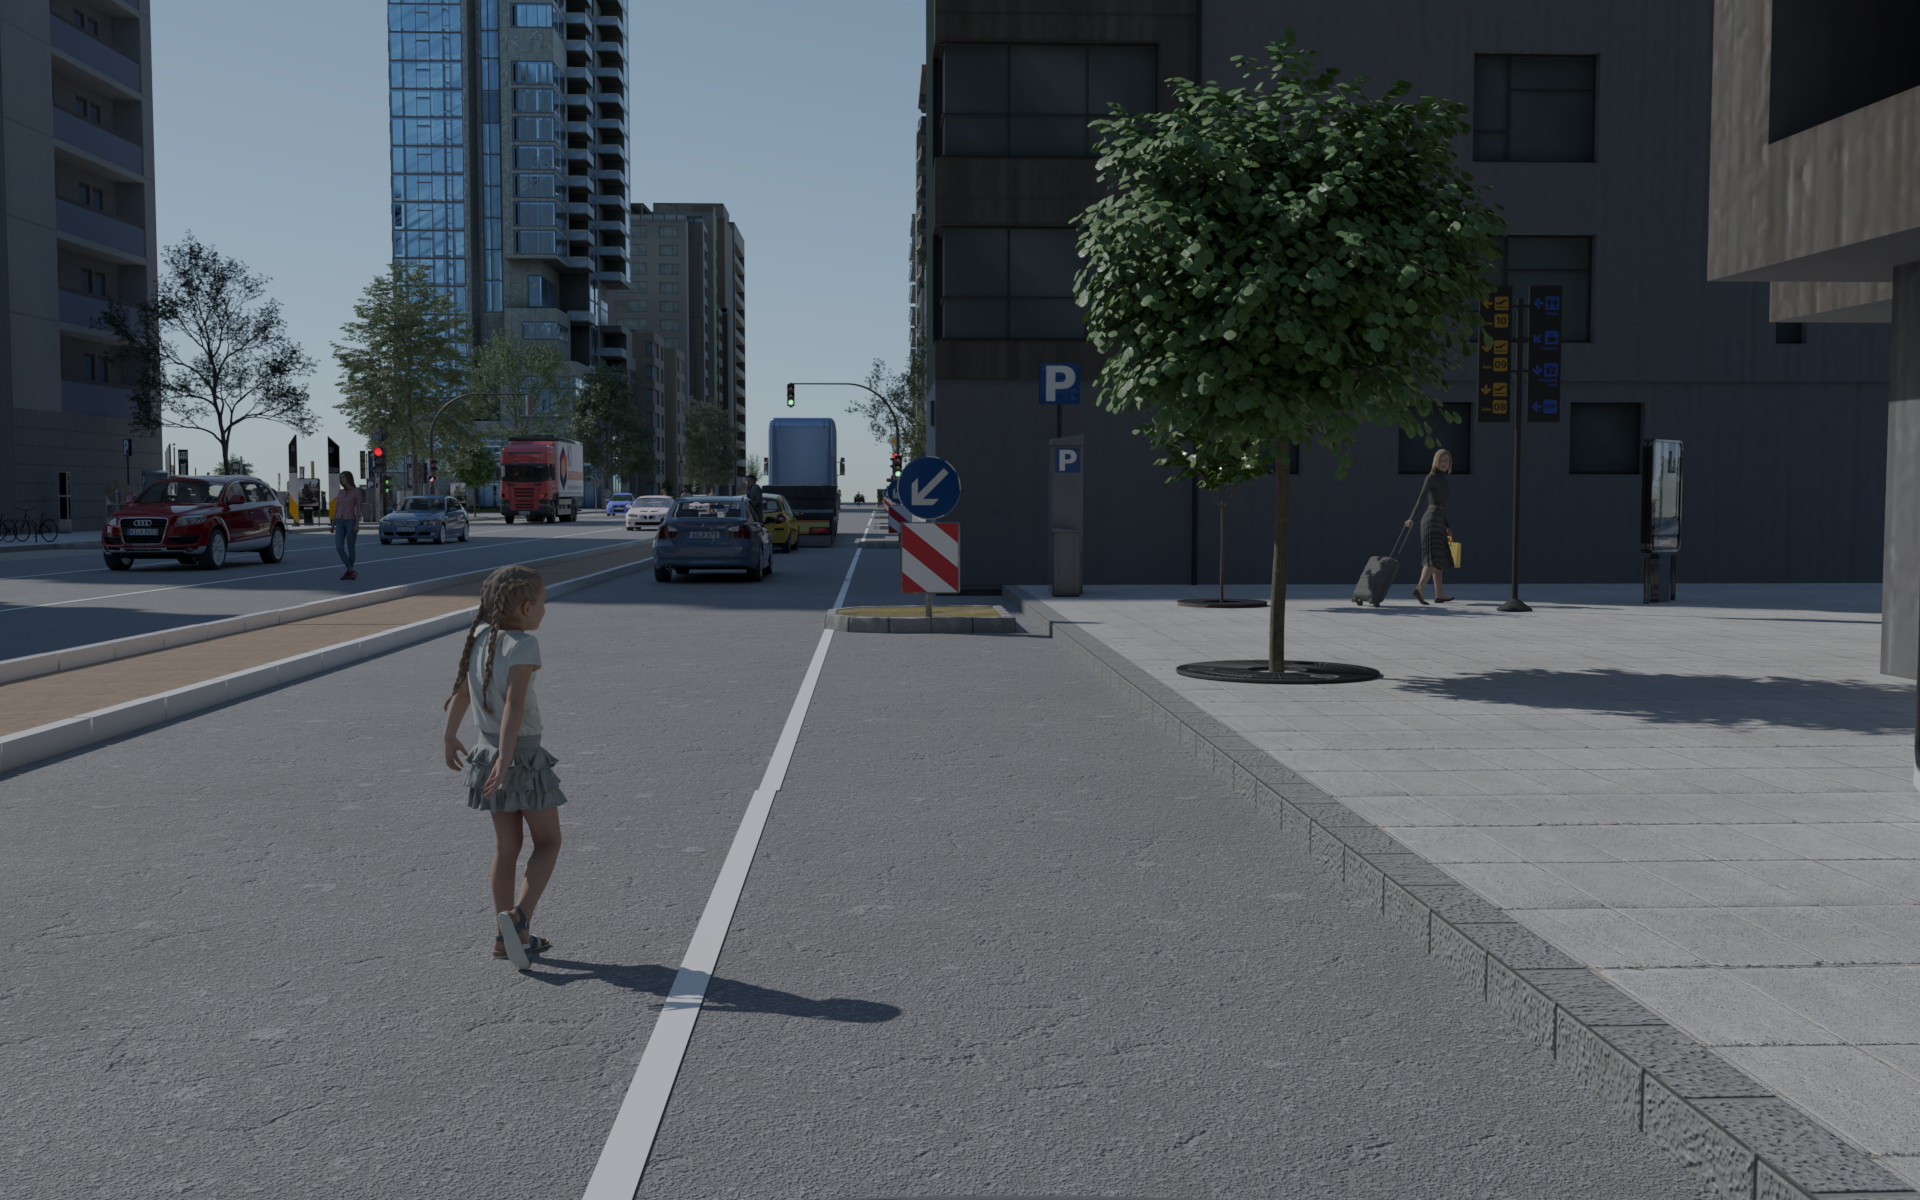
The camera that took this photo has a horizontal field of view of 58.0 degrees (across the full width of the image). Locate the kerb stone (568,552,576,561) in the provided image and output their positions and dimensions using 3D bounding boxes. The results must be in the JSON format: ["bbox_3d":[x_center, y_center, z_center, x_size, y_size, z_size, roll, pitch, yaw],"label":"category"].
[{"bbox_3d":[-8.396,-0.905,36.986,0.120,0.150,1.000,0,4,-3],"label":"kerb stone"}]

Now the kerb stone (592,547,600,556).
[{"bbox_3d":[-8.532,-1.093,40.058,0.120,0.150,1.000,0,4,-3],"label":"kerb stone"}]

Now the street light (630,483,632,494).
[{"bbox_3d":[-29.418,-11.135,154.840,0.468,5.910,1.993,0,4,-3],"label":"street light"}]

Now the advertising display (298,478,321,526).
[{"bbox_3d":[-26.344,-3.963,70.013,0.974,1.923,0.123,0,4,3],"label":"advertising display"}]

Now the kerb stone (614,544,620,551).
[{"bbox_3d":[-8.667,-1.280,43.126,0.120,0.150,1.000,0,4,-3],"label":"kerb stone"}]

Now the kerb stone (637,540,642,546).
[{"bbox_3d":[-8.854,-1.530,47.213,0.120,0.150,1.000,0,4,-3],"label":"kerb stone"}]

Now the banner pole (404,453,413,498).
[{"bbox_3d":[-31.058,-6.572,97.469,0.863,3.779,0.401,1,4,21],"label":"banner pole"}]

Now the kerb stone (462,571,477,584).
[{"bbox_3d":[-7.959,-0.341,27.776,0.120,0.150,1.000,0,4,-3],"label":"kerb stone"}]

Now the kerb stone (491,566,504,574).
[{"bbox_3d":[-8.058,-0.466,29.818,0.120,0.150,1.000,0,4,-3],"label":"kerb stone"}]

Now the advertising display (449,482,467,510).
[{"bbox_3d":[-26.770,-5.327,92.313,0.123,1.923,0.974,3,5,43],"label":"advertising display"}]

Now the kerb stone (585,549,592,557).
[{"bbox_3d":[-8.490,-1.030,39.034,0.120,0.150,1.000,0,4,-3],"label":"kerb stone"}]

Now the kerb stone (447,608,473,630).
[{"bbox_3d":[-5.447,0.218,18.639,0.120,0.150,1.000,0,4,-3],"label":"kerb stone"}]

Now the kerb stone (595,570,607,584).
[{"bbox_3d":[-5.864,-0.342,27.843,0.120,0.150,1.000,0,4,-3],"label":"kerb stone"}]

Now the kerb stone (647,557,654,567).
[{"bbox_3d":[-6.148,-0.721,33.986,0.120,0.150,1.000,0,4,-3],"label":"kerb stone"}]

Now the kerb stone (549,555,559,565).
[{"bbox_3d":[-8.300,-0.779,34.933,0.120,0.150,1.000,0,4,-3],"label":"kerb stone"}]

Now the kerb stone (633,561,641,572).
[{"bbox_3d":[-6.052,-0.596,31.936,0.120,0.150,1.000,0,4,-3],"label":"kerb stone"}]

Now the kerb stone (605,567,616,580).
[{"bbox_3d":[-5.911,-0.406,28.873,0.120,0.150,1.000,0,4,-3],"label":"kerb stone"}]

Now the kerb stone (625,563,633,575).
[{"bbox_3d":[-6.009,-0.532,30.915,0.120,0.150,1.000,0,4,-3],"label":"kerb stone"}]

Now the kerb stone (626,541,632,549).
[{"bbox_3d":[-8.762,-1.405,45.168,0.120,0.150,1.000,0,4,-3],"label":"kerb stone"}]

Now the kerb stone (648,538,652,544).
[{"bbox_3d":[-8.946,-1.652,49.263,0.120,0.150,1.000,0,4,-3],"label":"kerb stone"}]

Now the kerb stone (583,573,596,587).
[{"bbox_3d":[-5.818,-0.278,26.822,0.120,0.150,1.000,0,4,-3],"label":"kerb stone"}]

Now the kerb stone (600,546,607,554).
[{"bbox_3d":[-8.574,-1.155,41.080,0.120,0.150,1.000,0,4,-3],"label":"kerb stone"}]

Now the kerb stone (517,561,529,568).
[{"bbox_3d":[-8.149,-0.592,31.868,0.120,0.150,1.000,0,4,-3],"label":"kerb stone"}]

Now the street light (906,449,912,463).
[{"bbox_3d":[-4.306,-11.031,153.145,0.468,5.910,1.993,0,4,-3],"label":"street light"}]

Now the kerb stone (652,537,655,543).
[{"bbox_3d":[-8.998,-1.718,50.287,0.120,0.150,1.000,0,4,-3],"label":"kerb stone"}]

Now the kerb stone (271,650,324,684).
[{"bbox_3d":[-5.208,0.531,13.521,0.120,0.150,1.000,0,4,-3],"label":"kerb stone"}]

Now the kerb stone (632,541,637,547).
[{"bbox_3d":[-8.816,-1.464,46.191,0.120,0.150,1.000,0,4,-3],"label":"kerb stone"}]

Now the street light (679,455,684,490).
[{"bbox_3d":[-31.168,-13.510,193.675,0.468,5.910,1.993,0,4,-3],"label":"street light"}]

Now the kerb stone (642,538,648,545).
[{"bbox_3d":[-8.892,-1.593,48.234,0.120,0.150,1.000,0,4,-3],"label":"kerb stone"}]

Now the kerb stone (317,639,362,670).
[{"bbox_3d":[-5.253,0.468,14.543,0.120,0.150,1.000,0,4,-3],"label":"kerb stone"}]

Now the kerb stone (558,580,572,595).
[{"bbox_3d":[-5.733,-0.158,24.775,0.120,0.150,1.000,0,4,-3],"label":"kerb stone"}]

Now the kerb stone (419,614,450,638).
[{"bbox_3d":[-5.398,0.283,17.616,0.120,0.150,1.000,0,4,-3],"label":"kerb stone"}]

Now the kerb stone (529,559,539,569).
[{"bbox_3d":[-8.203,-0.654,32.891,0.120,0.150,1.000,0,4,-3],"label":"kerb stone"}]

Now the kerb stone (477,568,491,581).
[{"bbox_3d":[-8.010,-0.404,28.797,0.120,0.150,1.000,0,4,-3],"label":"kerb stone"}]

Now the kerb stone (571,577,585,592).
[{"bbox_3d":[-5.769,-0.220,25.800,0.120,0.150,1.000,0,4,-3],"label":"kerb stone"}]

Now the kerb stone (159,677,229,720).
[{"bbox_3d":[-5.112,0.658,11.479,0.120,0.150,1.000,0,4,-3],"label":"kerb stone"}]

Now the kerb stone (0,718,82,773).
[{"bbox_3d":[-5.023,0.782,9.432,0.120,0.150,1.000,0,4,-3],"label":"kerb stone"}]

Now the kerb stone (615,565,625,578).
[{"bbox_3d":[-5.958,-0.471,29.894,0.120,0.150,1.000,0,4,-3],"label":"kerb stone"}]

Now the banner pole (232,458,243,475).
[{"bbox_3d":[-49.623,-7.898,119.154,0.863,3.779,0.401,-3,5,-40],"label":"banner pole"}]

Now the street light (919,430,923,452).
[{"bbox_3d":[-2.559,-8.628,113.859,0.468,5.910,1.993,0,4,-3],"label":"street light"}]

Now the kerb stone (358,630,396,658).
[{"bbox_3d":[-5.299,0.407,15.570,0.120,0.150,1.000,0,4,-3],"label":"kerb stone"}]

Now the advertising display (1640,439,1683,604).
[{"bbox_3d":[8.303,-0.935,20.500,0.123,1.923,0.974,3,5,42],"label":"advertising display"}]

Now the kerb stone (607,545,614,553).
[{"bbox_3d":[-8.620,-1.218,42.104,0.120,0.150,1.000,0,4,-3],"label":"kerb stone"}]

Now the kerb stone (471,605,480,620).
[{"bbox_3d":[-5.491,0.159,19.670,0.120,0.150,1.000,0,4,-3],"label":"kerb stone"}]

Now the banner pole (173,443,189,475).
[{"bbox_3d":[-38.267,-5.808,84.984,0.863,3.779,0.401,-2,4,-29],"label":"banner pole"}]

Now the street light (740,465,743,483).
[{"bbox_3d":[-34.971,-18.634,277.450,0.468,5.910,1.993,0,4,-3],"label":"street light"}]

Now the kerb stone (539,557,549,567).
[{"bbox_3d":[-8.248,-0.715,33.912,0.120,0.150,1.000,0,4,-3],"label":"kerb stone"}]

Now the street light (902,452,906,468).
[{"bbox_3d":[-5.998,-13.354,191.121,0.468,5.910,1.993,0,4,-3],"label":"street light"}]

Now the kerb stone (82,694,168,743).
[{"bbox_3d":[-5.068,0.718,10.458,0.120,0.150,1.000,0,4,-3],"label":"kerb stone"}]

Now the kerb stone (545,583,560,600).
[{"bbox_3d":[-5.675,-0.093,23.754,0.120,0.150,1.000,0,4,-3],"label":"kerb stone"}]

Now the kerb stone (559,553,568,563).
[{"bbox_3d":[-8.334,-0.842,35.958,0.120,0.150,1.000,0,4,-3],"label":"kerb stone"}]

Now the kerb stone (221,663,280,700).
[{"bbox_3d":[-5.160,0.595,12.500,0.120,0.150,1.000,0,4,-3],"label":"kerb stone"}]

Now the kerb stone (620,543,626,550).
[{"bbox_3d":[-8.719,-1.337,44.147,0.120,0.150,1.000,0,4,-3],"label":"kerb stone"}]

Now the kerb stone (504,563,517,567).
[{"bbox_3d":[-8.104,-0.529,30.839,0.120,0.150,1.000,0,4,-3],"label":"kerb stone"}]

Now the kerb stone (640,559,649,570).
[{"bbox_3d":[-6.103,-0.651,32.958,0.120,0.150,1.000,0,4,-3],"label":"kerb stone"}]

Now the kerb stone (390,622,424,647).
[{"bbox_3d":[-5.350,0.343,16.595,0.120,0.150,1.000,0,4,-3],"label":"kerb stone"}]

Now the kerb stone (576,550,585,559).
[{"bbox_3d":[-8.433,-0.961,38.009,0.120,0.150,1.000,0,4,-3],"label":"kerb stone"}]

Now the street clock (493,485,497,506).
[{"bbox_3d":[-37.213,-8.200,138.640,0.358,2.002,0.471,-1,4,-11],"label":"street clock"}]
